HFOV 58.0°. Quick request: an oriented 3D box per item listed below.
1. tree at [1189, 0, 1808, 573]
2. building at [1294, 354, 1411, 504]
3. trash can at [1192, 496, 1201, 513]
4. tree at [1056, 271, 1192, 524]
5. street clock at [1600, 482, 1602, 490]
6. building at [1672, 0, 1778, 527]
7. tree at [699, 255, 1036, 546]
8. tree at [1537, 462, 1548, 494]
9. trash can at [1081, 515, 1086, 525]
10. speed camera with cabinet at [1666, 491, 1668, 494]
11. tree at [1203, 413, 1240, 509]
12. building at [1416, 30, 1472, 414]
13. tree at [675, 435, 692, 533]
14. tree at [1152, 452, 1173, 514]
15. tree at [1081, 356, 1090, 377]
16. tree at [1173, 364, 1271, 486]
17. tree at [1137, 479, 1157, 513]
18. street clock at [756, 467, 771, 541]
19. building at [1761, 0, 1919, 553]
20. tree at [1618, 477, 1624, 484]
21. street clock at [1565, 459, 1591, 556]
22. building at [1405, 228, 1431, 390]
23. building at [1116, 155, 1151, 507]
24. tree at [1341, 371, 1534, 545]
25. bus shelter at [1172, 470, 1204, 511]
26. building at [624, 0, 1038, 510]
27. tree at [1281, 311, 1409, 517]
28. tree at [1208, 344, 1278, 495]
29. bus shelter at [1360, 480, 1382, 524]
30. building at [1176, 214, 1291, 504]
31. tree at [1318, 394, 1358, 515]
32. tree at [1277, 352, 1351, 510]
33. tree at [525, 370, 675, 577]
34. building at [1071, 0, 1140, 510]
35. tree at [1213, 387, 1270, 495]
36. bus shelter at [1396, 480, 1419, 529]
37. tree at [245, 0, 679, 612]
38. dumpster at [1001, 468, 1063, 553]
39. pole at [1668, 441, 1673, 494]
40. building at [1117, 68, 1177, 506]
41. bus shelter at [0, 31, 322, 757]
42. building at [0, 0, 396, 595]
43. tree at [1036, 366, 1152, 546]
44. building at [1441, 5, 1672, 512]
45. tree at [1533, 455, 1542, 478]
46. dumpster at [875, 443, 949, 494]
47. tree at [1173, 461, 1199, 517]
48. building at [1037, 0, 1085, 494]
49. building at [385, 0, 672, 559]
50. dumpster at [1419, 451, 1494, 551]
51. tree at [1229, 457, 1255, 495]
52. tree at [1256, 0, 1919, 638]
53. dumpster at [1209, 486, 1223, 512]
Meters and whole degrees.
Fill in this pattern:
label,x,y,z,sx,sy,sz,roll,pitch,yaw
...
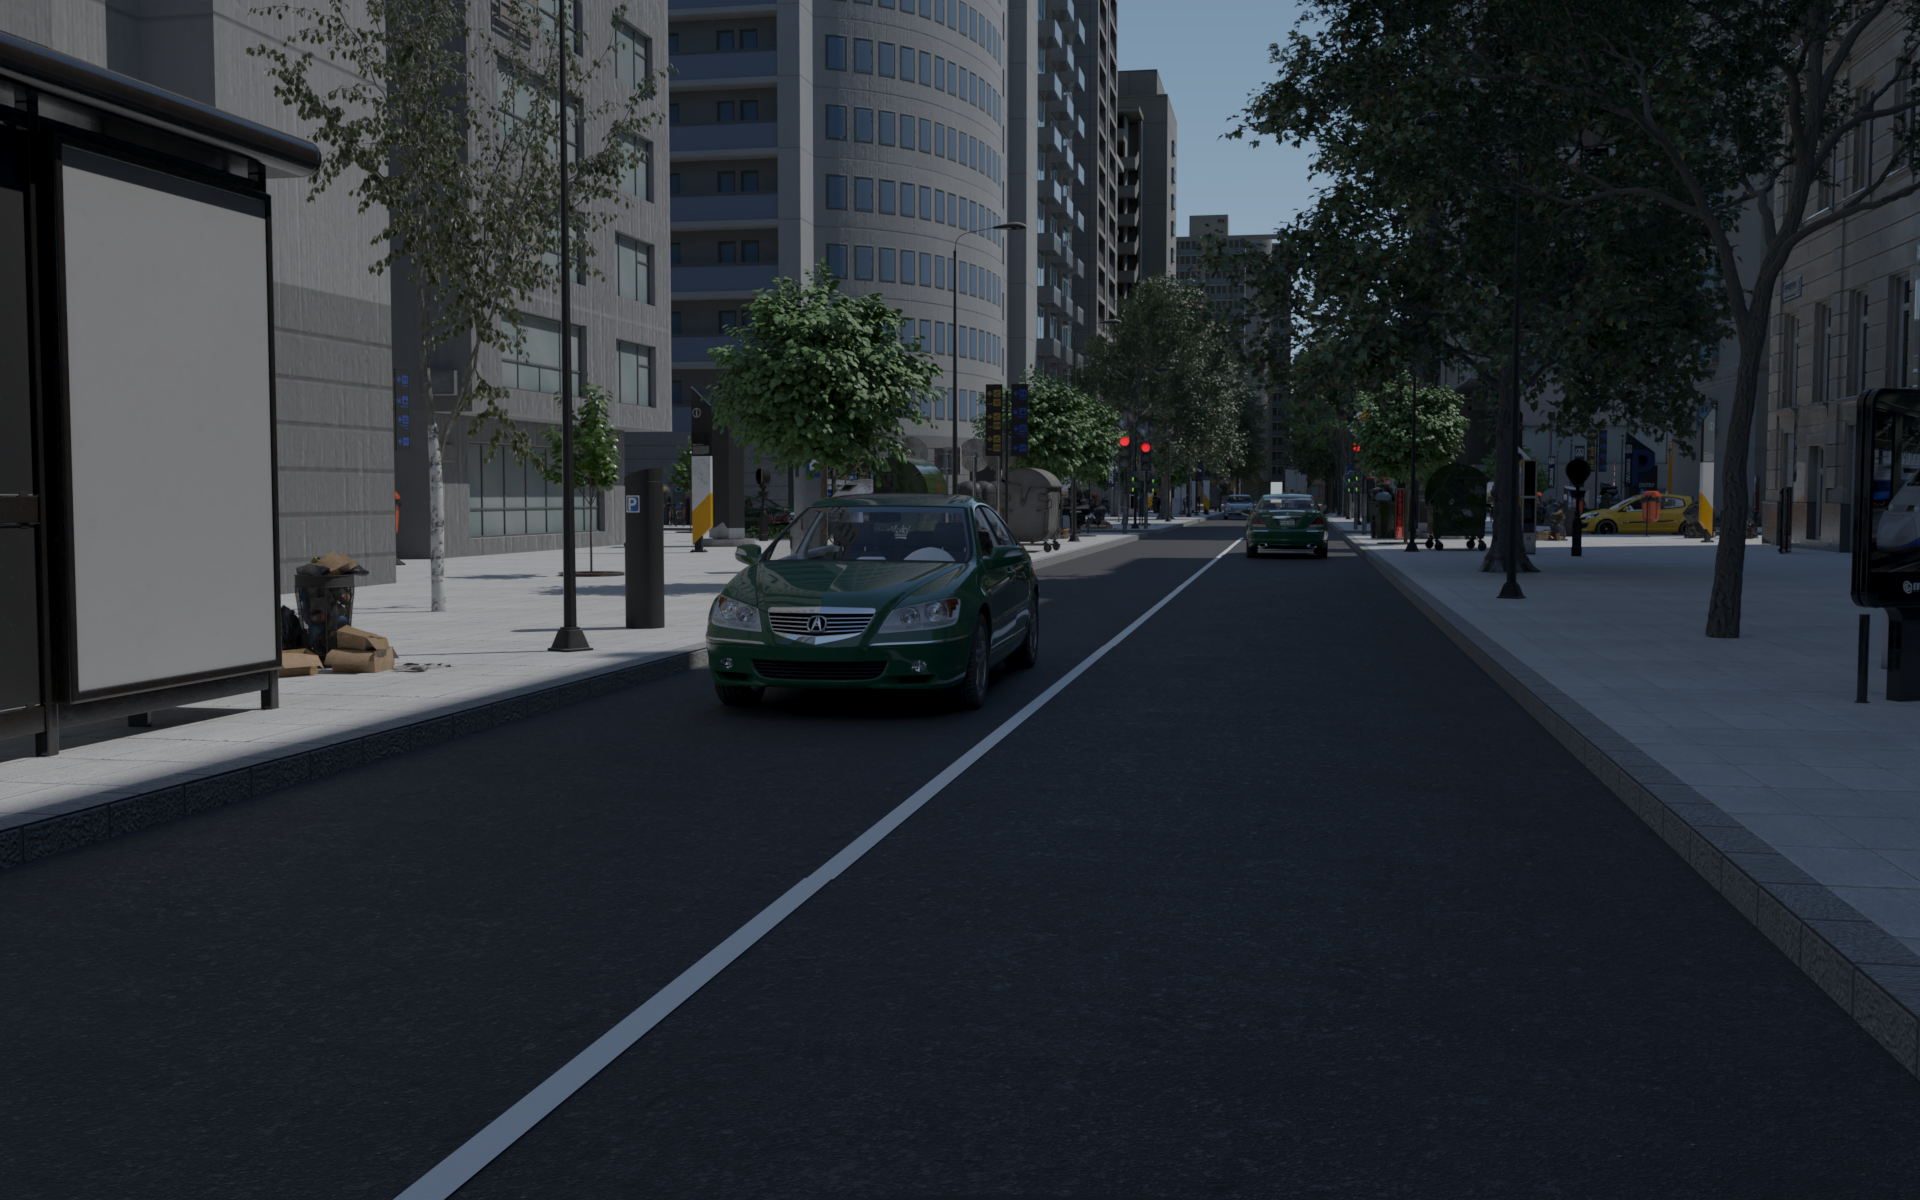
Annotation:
label,x,y,z,sx,sy,sz,roll,pitch,yaw
tree,8.937,-6.795,28.113,9.611,12.733,9.660,0,3,0
building,60.382,-23.997,237.384,28.899,21.520,27.650,1,4,11
trash can,15.885,-6.426,116.718,0.748,1.137,0.748,0,3,0
tree,7.225,-8.467,72.842,7.601,10.594,8.767,3,5,40
street clock,39.017,-6.153,105.164,0.358,2.002,0.471,0,4,6
building,42.900,-27.525,73.730,21.600,48.544,21.300,1,4,11
tree,-1.867,-2.458,23.904,4.285,4.588,4.351,0,3,0
tree,34.725,-6.683,103.868,1.663,3.219,1.824,0,3,0
trash can,4.722,-3.517,69.159,0.748,1.137,0.748,0,3,0
speed camera with cabinet,43.368,-6.719,104.197,2.038,3.252,0.660,0,4,7
tree,20.219,-11.432,137.271,4.737,8.622,4.395,0,3,0
building,52.391,-30.518,153.595,22.147,44.769,28.867,1,4,11
tree,-9.002,-3.817,57.008,1.663,3.219,1.824,0,3,0
tree,3.512,-4.206,52.475,4.285,4.588,4.351,0,3,0
tree,10.349,-10.446,87.799,9.611,12.733,9.660,0,3,0
tree,23.186,-15.287,156.601,9.857,13.997,8.962,0,3,0
tree,12.459,-7.531,117.738,1.663,3.219,1.824,0,3,0
street clock,-5.350,-2.602,47.116,0.358,2.002,0.471,-2,4,-33
building,23.685,-14.261,30.429,12.463,27.353,25.104,1,4,11
tree,40.837,-6.712,104.340,1.663,3.219,1.824,0,3,0
street clock,12.707,-1.900,35.643,0.471,2.002,0.358,2,4,28
building,58.599,-34.423,182.420,23.786,49.044,30.456,1,4,11
building,2.870,-29.478,173.841,32.217,40.220,23.993,1,4,11
tree,11.403,-3.714,44.430,4.285,4.588,4.351,0,3,0
bus shelter,14.725,-7.256,112.552,2.014,3.302,5.546,1,4,11
building,-8.523,-33.348,87.234,21.231,58.520,28.212,1,4,11
tree,21.767,-10.533,97.971,9.928,11.665,9.643,0,3,0
tree,33.501,-21.931,214.466,12.611,20.169,13.585,0,3,0
bus shelter,19.174,-6.186,78.773,2.179,5.291,8.768,1,4,11
building,34.819,-33.762,243.895,23.993,40.220,32.217,1,4,11
tree,23.880,-9.550,106.497,4.360,8.622,3.978,0,3,0
tree,30.389,-14.363,141.485,9.857,13.997,8.962,0,3,0
tree,-5.780,-2.001,27.315,1.663,3.219,1.824,0,3,0
building,5.134,-43.519,149.782,20.563,71.187,20.611,1,4,11
tree,28.685,-16.108,181.496,7.486,12.596,7.792,0,3,0
bus shelter,16.968,-4.484,64.595,1.731,3.624,6.357,1,4,11
tree,-5.459,-4.176,18.638,4.360,8.622,3.978,0,3,0
dumpster,1.550,-2.012,38.656,1.264,1.857,1.865,1,4,11
pole,27.372,-4.460,66.769,0.158,3.312,0.155,0,3,0
building,13.248,-35.064,196.989,21.600,48.544,21.300,1,4,11
bus shelter,-5.659,-1.745,6.167,2.179,5.291,8.768,1,4,11
building,-21.075,-28.710,11.414,21.231,58.520,28.212,1,4,11
tree,1.900,-3.658,43.528,4.285,4.588,4.351,0,3,0
building,47.828,-32.317,117.625,28.713,52.752,27.495,1,4,11
tree,31.543,-7.059,99.120,4.285,4.588,4.351,0,3,0
dumpster,-1.140,-1.861,32.918,1.502,2.255,1.985,1,4,11
tree,12.072,-7.084,99.536,4.285,4.588,4.351,0,3,0
building,-3.122,-30.876,124.437,23.786,49.044,30.456,1,4,11
building,-14.924,-21.832,40.549,14.086,41.232,14.154,1,4,11
dumpster,11.352,-2.275,39.686,1.502,2.255,1.985,1,4,11
tree,32.013,-15.311,200.697,4.360,8.622,3.978,0,3,0
tree,6.743,-4.921,14.874,8.767,10.594,7.601,1,4,12
dumpster,17.935,-7.153,122.713,1.264,1.857,1.865,1,4,11
